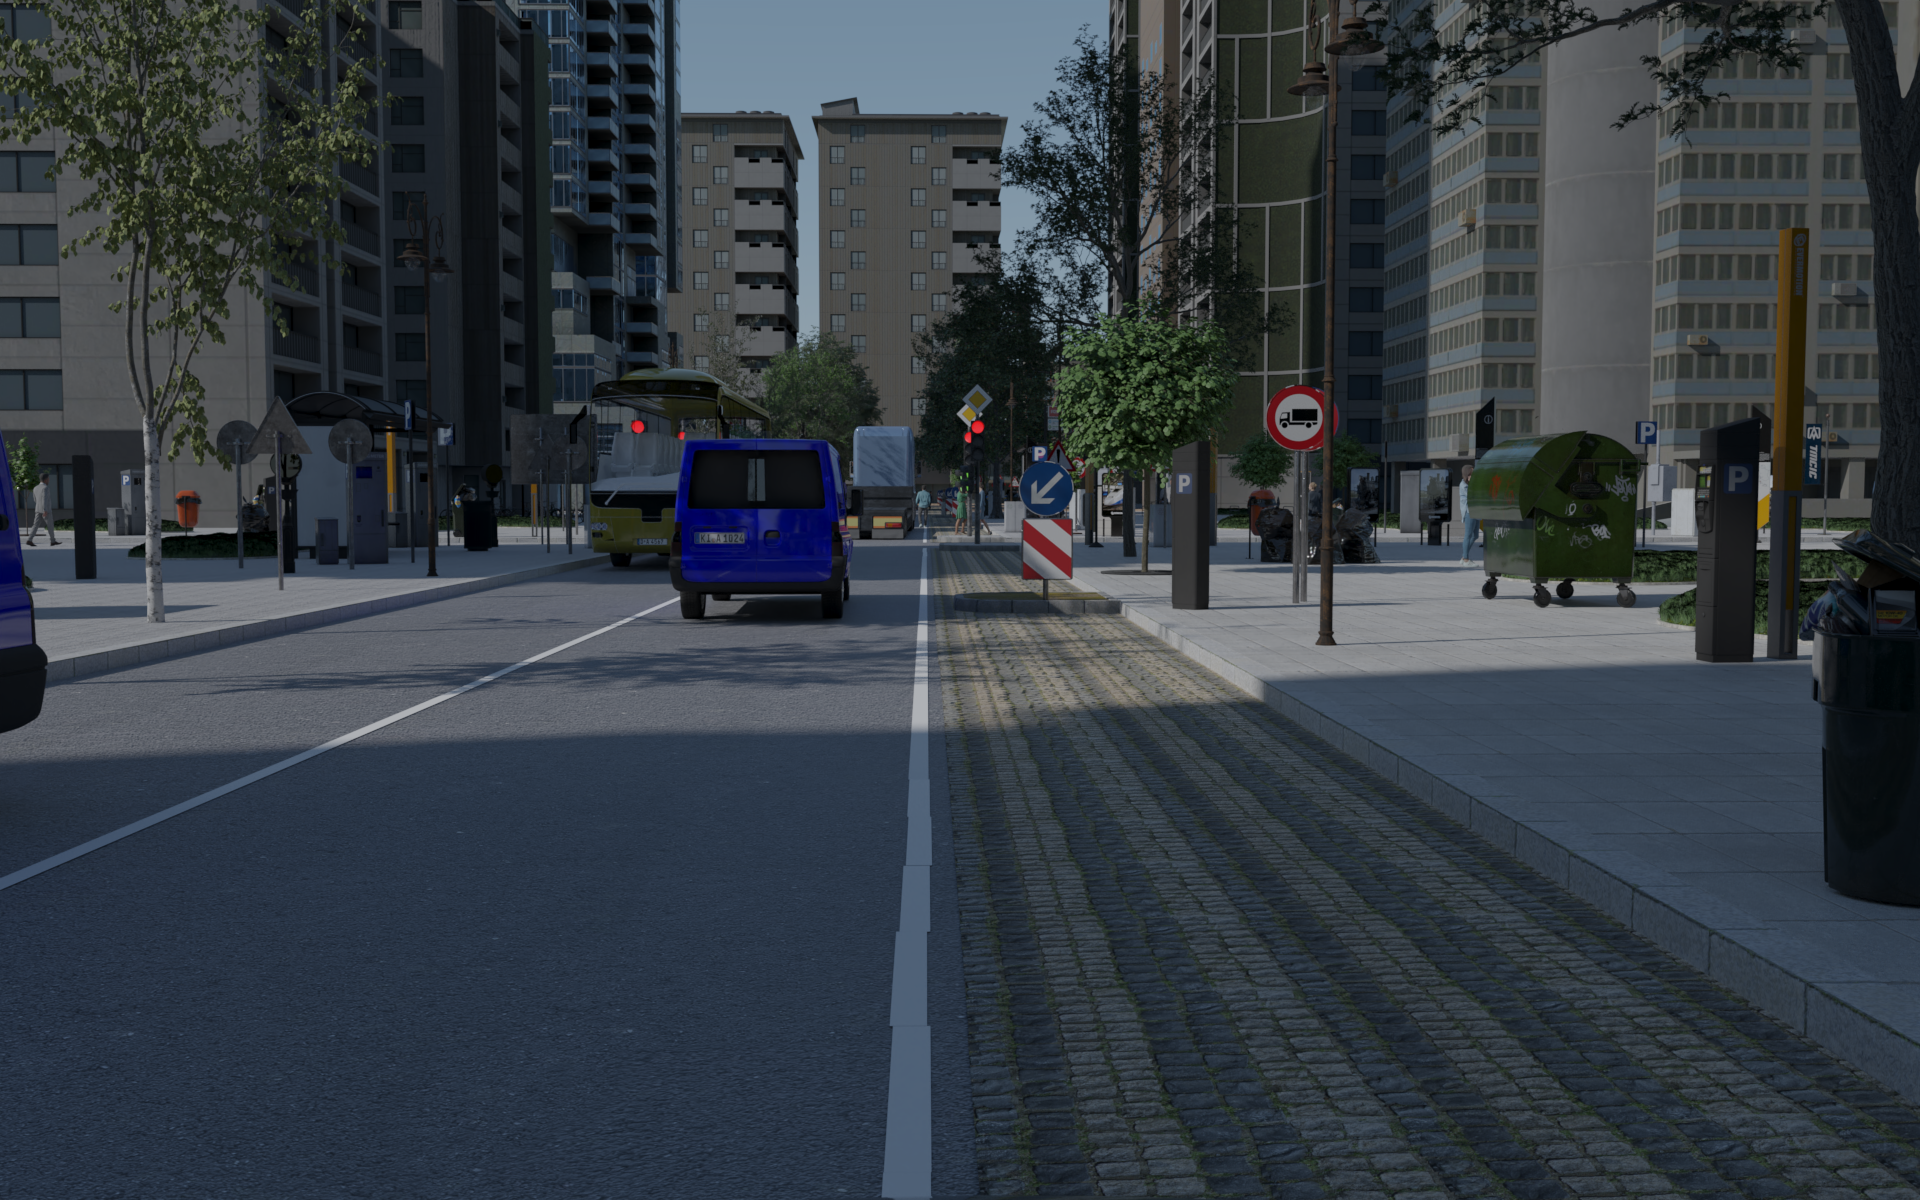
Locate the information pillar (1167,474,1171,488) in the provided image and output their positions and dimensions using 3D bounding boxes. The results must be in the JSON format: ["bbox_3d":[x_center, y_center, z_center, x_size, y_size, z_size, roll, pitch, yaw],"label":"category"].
[{"bbox_3d":[6.979,-4.054,57.640,0.183,3.616,0.504,2,4,34],"label":"information pillar"}]

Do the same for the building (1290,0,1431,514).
[{"bbox_3d":[24.277,-41.471,116.305,20.563,71.187,20.611,0,4,-1],"label":"building"}]

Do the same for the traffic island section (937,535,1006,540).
[{"bbox_3d":[0.312,-1.844,52.430,2.009,0.180,2.903,0,4,-1],"label":"traffic island section"}]

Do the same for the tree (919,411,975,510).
[{"bbox_3d":[1.638,-14.246,143.295,12.009,13.543,11.850,0,3,0],"label":"tree"}]

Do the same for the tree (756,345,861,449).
[{"bbox_3d":[-10.611,-11.874,119.902,9.928,11.665,9.643,0,3,0],"label":"tree"}]

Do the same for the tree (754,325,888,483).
[{"bbox_3d":[-11.066,-13.818,132.576,9.857,13.997,8.962,0,3,0],"label":"tree"}]

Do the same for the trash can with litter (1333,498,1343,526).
[{"bbox_3d":[11.734,-2.694,55.429,1.055,1.170,0.624,1,4,14],"label":"trash can with litter"}]

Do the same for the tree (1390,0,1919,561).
[{"bbox_3d":[3.997,-4.435,6.924,8.767,10.594,7.601,2,4,29],"label":"tree"}]

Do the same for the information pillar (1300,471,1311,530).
[{"bbox_3d":[11.148,-3.153,56.049,0.304,2.012,0.304,-1,4,-12],"label":"information pillar"}]

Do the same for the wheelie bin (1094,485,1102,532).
[{"bbox_3d":[4.716,-3.087,58.386,0.980,1.594,0.693,1,4,9],"label":"wheelie bin"}]

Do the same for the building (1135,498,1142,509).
[{"bbox_3d":[30.448,-28.461,157.223,32.217,40.220,23.993,0,4,-1],"label":"building"}]

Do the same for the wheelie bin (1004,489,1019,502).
[{"bbox_3d":[3.174,-5.961,105.367,0.980,1.594,0.693,-1,4,-22],"label":"wheelie bin"}]

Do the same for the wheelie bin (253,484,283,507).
[{"bbox_3d":[-22.290,-2.940,55.970,0.980,1.594,0.693,-3,5,-43],"label":"wheelie bin"}]

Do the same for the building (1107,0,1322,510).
[{"bbox_3d":[24.315,-45.270,178.423,20.563,71.187,20.611,0,4,-1],"label":"building"}]

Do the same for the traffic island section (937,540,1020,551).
[{"bbox_3d":[0.468,-1.356,44.446,2.009,0.180,2.903,0,4,-1],"label":"traffic island section"}]

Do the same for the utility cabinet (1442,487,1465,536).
[{"bbox_3d":[14.885,-2.657,52.114,1.173,1.500,0.318,0,4,-5],"label":"utility cabinet"}]

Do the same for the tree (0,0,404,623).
[{"bbox_3d":[-7.820,-4.085,17.154,4.737,8.622,4.395,0,3,0],"label":"tree"}]

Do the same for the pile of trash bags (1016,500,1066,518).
[{"bbox_3d":[2.767,-3.153,61.301,1.912,1.369,3.447,0,4,-2],"label":"pile of trash bags"}]

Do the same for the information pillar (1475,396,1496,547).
[{"bbox_3d":[12.621,-3.074,41.607,0.504,3.616,0.183,3,5,42],"label":"information pillar"}]

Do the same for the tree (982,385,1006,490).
[{"bbox_3d":[1.461,-9.608,107.451,4.737,8.622,4.395,0,3,0],"label":"tree"}]

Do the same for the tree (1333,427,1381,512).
[{"bbox_3d":[18.902,-6.231,85.593,4.285,4.588,4.351,0,3,0],"label":"tree"}]

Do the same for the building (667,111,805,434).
[{"bbox_3d":[-33.819,-39.678,237.972,27.495,52.752,28.713,0,4,-1],"label":"building"}]

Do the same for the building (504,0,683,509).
[{"bbox_3d":[-40.868,-52.796,175.879,31.000,86.520,22.319,0,4,-1],"label":"building"}]

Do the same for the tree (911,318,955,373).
[{"bbox_3d":[2.274,-19.048,167.328,12.611,20.169,13.585,0,3,0],"label":"tree"}]

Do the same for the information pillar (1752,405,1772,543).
[{"bbox_3d":[20.897,-3.297,45.259,0.504,3.616,0.183,2,4,30],"label":"information pillar"}]

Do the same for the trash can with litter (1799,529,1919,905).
[{"bbox_3d":[3.264,0.361,5.489,1.055,1.170,0.624,1,4,18],"label":"trash can with litter"}]

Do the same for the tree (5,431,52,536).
[{"bbox_3d":[-28.493,-3.573,53.018,1.663,3.219,1.824,0,3,0],"label":"tree"}]

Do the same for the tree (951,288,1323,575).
[{"bbox_3d":[2.943,-2.696,27.791,4.285,4.588,4.351,0,3,0],"label":"tree"}]

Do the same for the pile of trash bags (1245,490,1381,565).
[{"bbox_3d":[6.465,-1.425,33.045,1.912,1.369,3.447,-1,4,-21],"label":"pile of trash bags"}]

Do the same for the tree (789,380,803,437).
[{"bbox_3d":[-10.866,-8.954,96.759,4.360,8.622,3.978,0,3,0],"label":"tree"}]

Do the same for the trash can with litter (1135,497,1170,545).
[{"bbox_3d":[5.243,-2.029,44.236,1.678,1.210,2.233,0,4,-5],"label":"trash can with litter"}]

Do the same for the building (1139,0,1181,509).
[{"bbox_3d":[21.971,-29.799,137.318,14.600,45.320,14.200,0,4,-1],"label":"building"}]

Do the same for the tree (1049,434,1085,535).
[{"bbox_3d":[3.432,-3.713,55.311,1.663,3.219,1.824,0,3,0],"label":"tree"}]

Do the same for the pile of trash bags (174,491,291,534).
[{"bbox_3d":[-18.045,-2.085,43.839,3.447,1.369,1.912,-1,4,-9],"label":"pile of trash bags"}]

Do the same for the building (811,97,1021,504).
[{"bbox_3d":[-5.639,-39.726,238.758,27.495,52.752,28.713,0,4,-1],"label":"building"}]

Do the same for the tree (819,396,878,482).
[{"bbox_3d":[-12.217,-16.530,180.634,12.009,13.543,11.850,0,3,0],"label":"tree"}]

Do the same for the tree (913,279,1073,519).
[{"bbox_3d":[1.818,-10.581,90.008,9.611,12.733,9.660,0,3,0],"label":"tree"}]

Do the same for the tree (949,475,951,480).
[{"bbox_3d":[0.554,-11.878,177.917,4.285,4.588,4.351,0,3,0],"label":"tree"}]

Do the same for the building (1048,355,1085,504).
[{"bbox_3d":[22.569,-24.121,239.422,28.899,21.520,27.650,0,4,-1],"label":"building"}]

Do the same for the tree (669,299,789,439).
[{"bbox_3d":[-9.280,-7.043,65.517,4.360,8.622,3.978,0,3,0],"label":"tree"}]

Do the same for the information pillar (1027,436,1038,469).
[{"bbox_3d":[2.912,-4.811,70.017,0.504,3.616,0.183,-1,4,-16],"label":"information pillar"}]

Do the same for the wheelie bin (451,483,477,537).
[{"bbox_3d":[-14.766,-2.671,51.578,0.693,1.594,0.980,-1,4,-10],"label":"wheelie bin"}]

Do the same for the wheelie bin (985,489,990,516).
[{"bbox_3d":[1.692,-5.782,102.448,0.693,1.594,0.980,-1,4,-12],"label":"wheelie bin"}]

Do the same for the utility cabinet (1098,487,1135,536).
[{"bbox_3d":[4.771,-2.695,52.746,1.173,1.500,0.318,3,4,38],"label":"utility cabinet"}]
